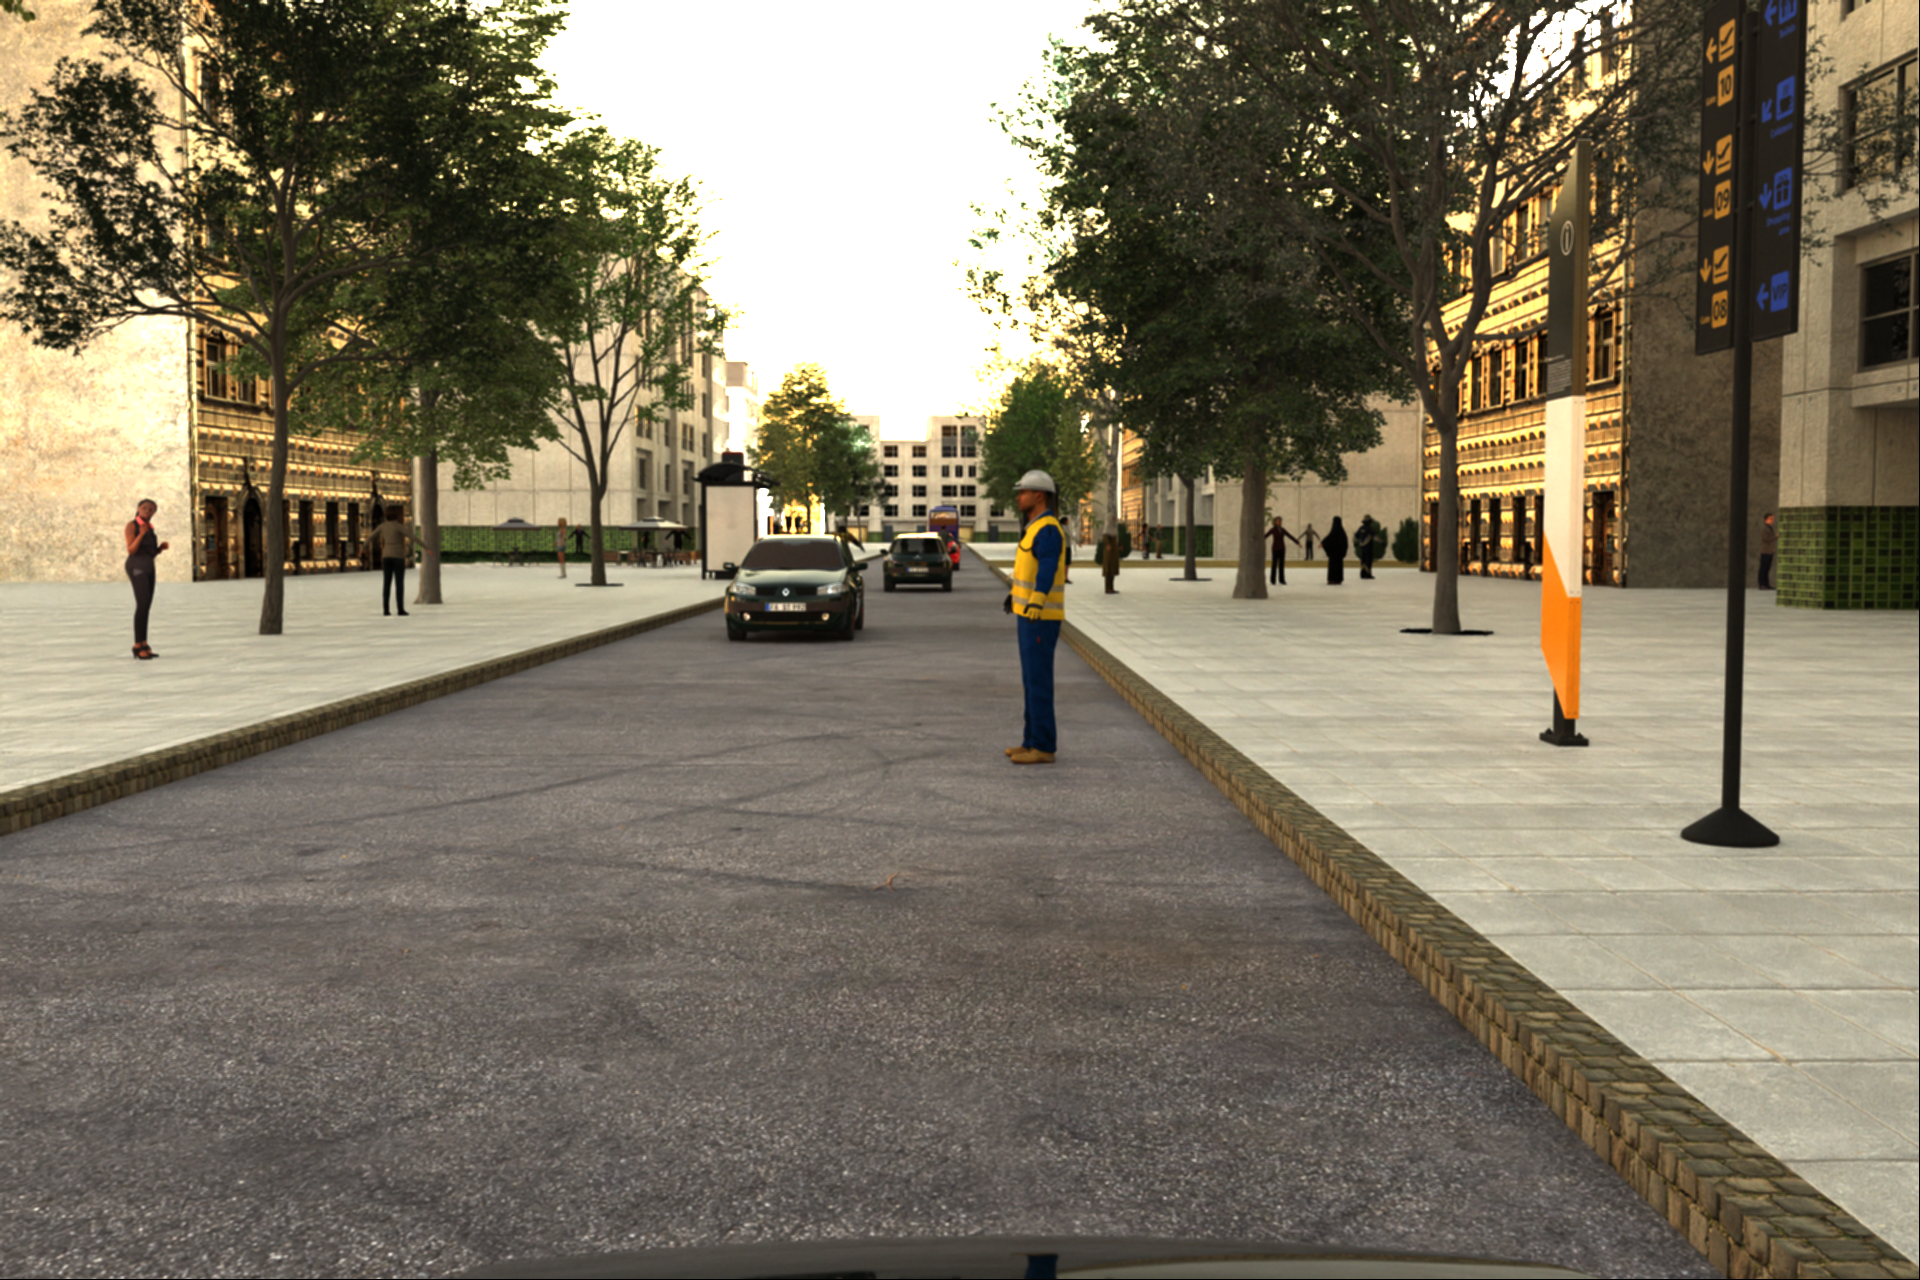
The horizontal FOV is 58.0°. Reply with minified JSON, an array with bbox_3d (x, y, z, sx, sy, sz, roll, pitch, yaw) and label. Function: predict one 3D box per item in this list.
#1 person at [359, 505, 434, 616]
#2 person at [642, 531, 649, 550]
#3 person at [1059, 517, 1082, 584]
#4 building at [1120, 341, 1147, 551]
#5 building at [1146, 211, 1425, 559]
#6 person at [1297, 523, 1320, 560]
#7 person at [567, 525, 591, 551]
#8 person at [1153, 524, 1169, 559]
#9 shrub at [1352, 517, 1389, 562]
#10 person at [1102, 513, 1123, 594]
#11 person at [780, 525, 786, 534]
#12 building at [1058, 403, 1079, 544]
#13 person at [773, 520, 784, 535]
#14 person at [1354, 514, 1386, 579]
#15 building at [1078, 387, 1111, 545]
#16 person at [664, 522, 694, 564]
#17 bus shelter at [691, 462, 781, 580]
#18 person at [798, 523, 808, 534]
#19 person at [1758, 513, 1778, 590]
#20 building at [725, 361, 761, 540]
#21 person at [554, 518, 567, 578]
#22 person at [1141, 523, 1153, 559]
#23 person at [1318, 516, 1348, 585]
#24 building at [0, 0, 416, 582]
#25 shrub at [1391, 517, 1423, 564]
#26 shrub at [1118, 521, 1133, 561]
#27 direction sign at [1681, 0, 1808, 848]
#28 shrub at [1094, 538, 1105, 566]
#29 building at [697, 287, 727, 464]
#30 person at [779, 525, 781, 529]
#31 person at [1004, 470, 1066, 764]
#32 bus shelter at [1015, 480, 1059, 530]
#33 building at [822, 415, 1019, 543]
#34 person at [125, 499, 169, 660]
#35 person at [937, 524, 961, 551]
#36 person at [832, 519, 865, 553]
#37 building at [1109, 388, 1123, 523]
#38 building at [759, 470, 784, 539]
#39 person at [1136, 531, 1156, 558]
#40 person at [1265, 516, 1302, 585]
[{"bbox_3d":[-8.914,-1.259,27.346,1.215,1.744,0.721,0,4,6],"label":"person"},{"bbox_3d":[-17.245,-5.443,94.932,0.705,1.837,1.347,0,4,-2],"label":"person"},{"bbox_3d":[2.792,-2.338,45.055,0.721,1.735,1.217,-2,4,-30],"label":"person"},{"bbox_3d":[22.696,-18.612,135.239,19.493,23.208,18.063,0,4,0],"label":"building"},{"bbox_3d":[21.288,-14.500,103.540,16.747,18.905,31.486,0,4,0],"label":"building"},{"bbox_3d":[17.297,-4.874,85.817,1.348,1.813,0.705,-1,4,-20],"label":"person"},{"bbox_3d":[-20.640,-5.364,93.922,1.346,1.802,0.704,-2,4,-27],"label":"person"},{"bbox_3d":[10.367,-5.113,89.876,0.705,1.796,1.348,3,5,40],"label":"person"},{"bbox_3d":[18.802,-4.601,79.266,1.661,2.075,1.752,0,3,0],"label":"shrub"},{"bbox_3d":[3.333,-1.874,37.420,0.721,1.736,1.217,1,4,18],"label":"person"},{"bbox_3d":[-9.074,-4.971,88.080,1.217,1.733,0.721,-1,4,-23],"label":"person"},{"bbox_3d":[21.353,-22.467,233.796,16.747,18.905,31.486,0,4,0],"label":"building"},{"bbox_3d":[-7.621,-4.031,71.690,0.705,1.856,1.354,2,4,32],"label":"person"},{"bbox_3d":[11.706,-2.683,49.728,0.704,1.845,1.351,-2,4,-26],"label":"person"},{"bbox_3d":[24.434,-23.111,208.797,19.493,23.208,18.063,0,4,-1],"label":"building"},{"bbox_3d":[-11.905,-4.100,73.228,1.347,1.806,0.705,-2,4,-29],"label":"person"},{"bbox_3d":[-6.534,-3.502,51.179,2.014,3.302,5.546,0,4,-1],"label":"bus shelter"},{"bbox_3d":[-7.303,-4.471,79.568,1.216,1.772,0.721,-1,4,-9],"label":"person"},{"bbox_3d":[18.682,-2.029,39.742,0.617,1.759,0.750,-2,4,-34],"label":"person"},{"bbox_3d":[-28.450,-20.400,189.962,16.016,20.090,11.380,0,4,1],"label":"building"},{"bbox_3d":[-11.627,-2.666,50.208,0.721,1.753,1.214,-1,4,-21],"label":"person"},{"bbox_3d":[9.458,-5.010,88.057,0.704,1.843,1.345,2,4,30],"label":"person"},{"bbox_3d":[9.510,-2.282,44.098,1.214,1.737,0.721,-3,5,-45],"label":"person"},{"bbox_3d":[-29.591,-13.688,54.725,19.493,23.208,18.063,0,4,1],"label":"building"},{"bbox_3d":[19.539,-4.351,75.185,1.661,2.075,1.752,0,3,0],"label":"shrub"},{"bbox_3d":[7.566,-4.844,83.612,1.690,2.028,1.600,0,3,0],"label":"shrub"},{"bbox_3d":[3.228,-0.927,7.156,0.379,3.537,0.876,0,3,0],"label":"direction sign"},{"bbox_3d":[5.843,-3.581,69.671,1.383,1.207,1.383,0,3,0],"label":"shrub"},{"bbox_3d":[-24.707,-16.957,133.672,16.016,20.090,11.380,0,3,0],"label":"building"},{"bbox_3d":[-10.494,-5.828,101.420,1.346,1.812,0.704,-2,4,-33],"label":"person"},{"bbox_3d":[0.457,-0.153,10.934,0.705,1.833,1.349,0,4,-4],"label":"person"},{"bbox_3d":[3.464,-5.293,77.826,1.731,3.624,6.357,0,4,0],"label":"bus shelter"},{"bbox_3d":[-5.133,-24.119,263.267,31.486,18.905,16.747,0,4,-5],"label":"building"},{"bbox_3d":[-8.385,-0.634,17.883,0.415,1.643,0.593,-3,5,-40],"label":"person"},{"bbox_3d":[-0.626,-3.512,66.144,1.348,1.796,0.705,0,4,6],"label":"person"},{"bbox_3d":[-3.365,-2.508,49.235,1.354,1.858,0.705,-1,4,-12],"label":"person"},{"bbox_3d":[22.107,-20.816,196.762,16.016,20.090,11.380,0,3,0],"label":"building"},{"bbox_3d":[-26.773,-16.975,219.685,9.099,9.664,28.070,0,4,0],"label":"building"},{"bbox_3d":[10.162,-5.368,94.481,1.216,1.740,0.721,1,4,22],"label":"person"},{"bbox_3d":[8.108,-2.270,43.927,1.215,1.729,0.721,-1,4,-17],"label":"person"}]
